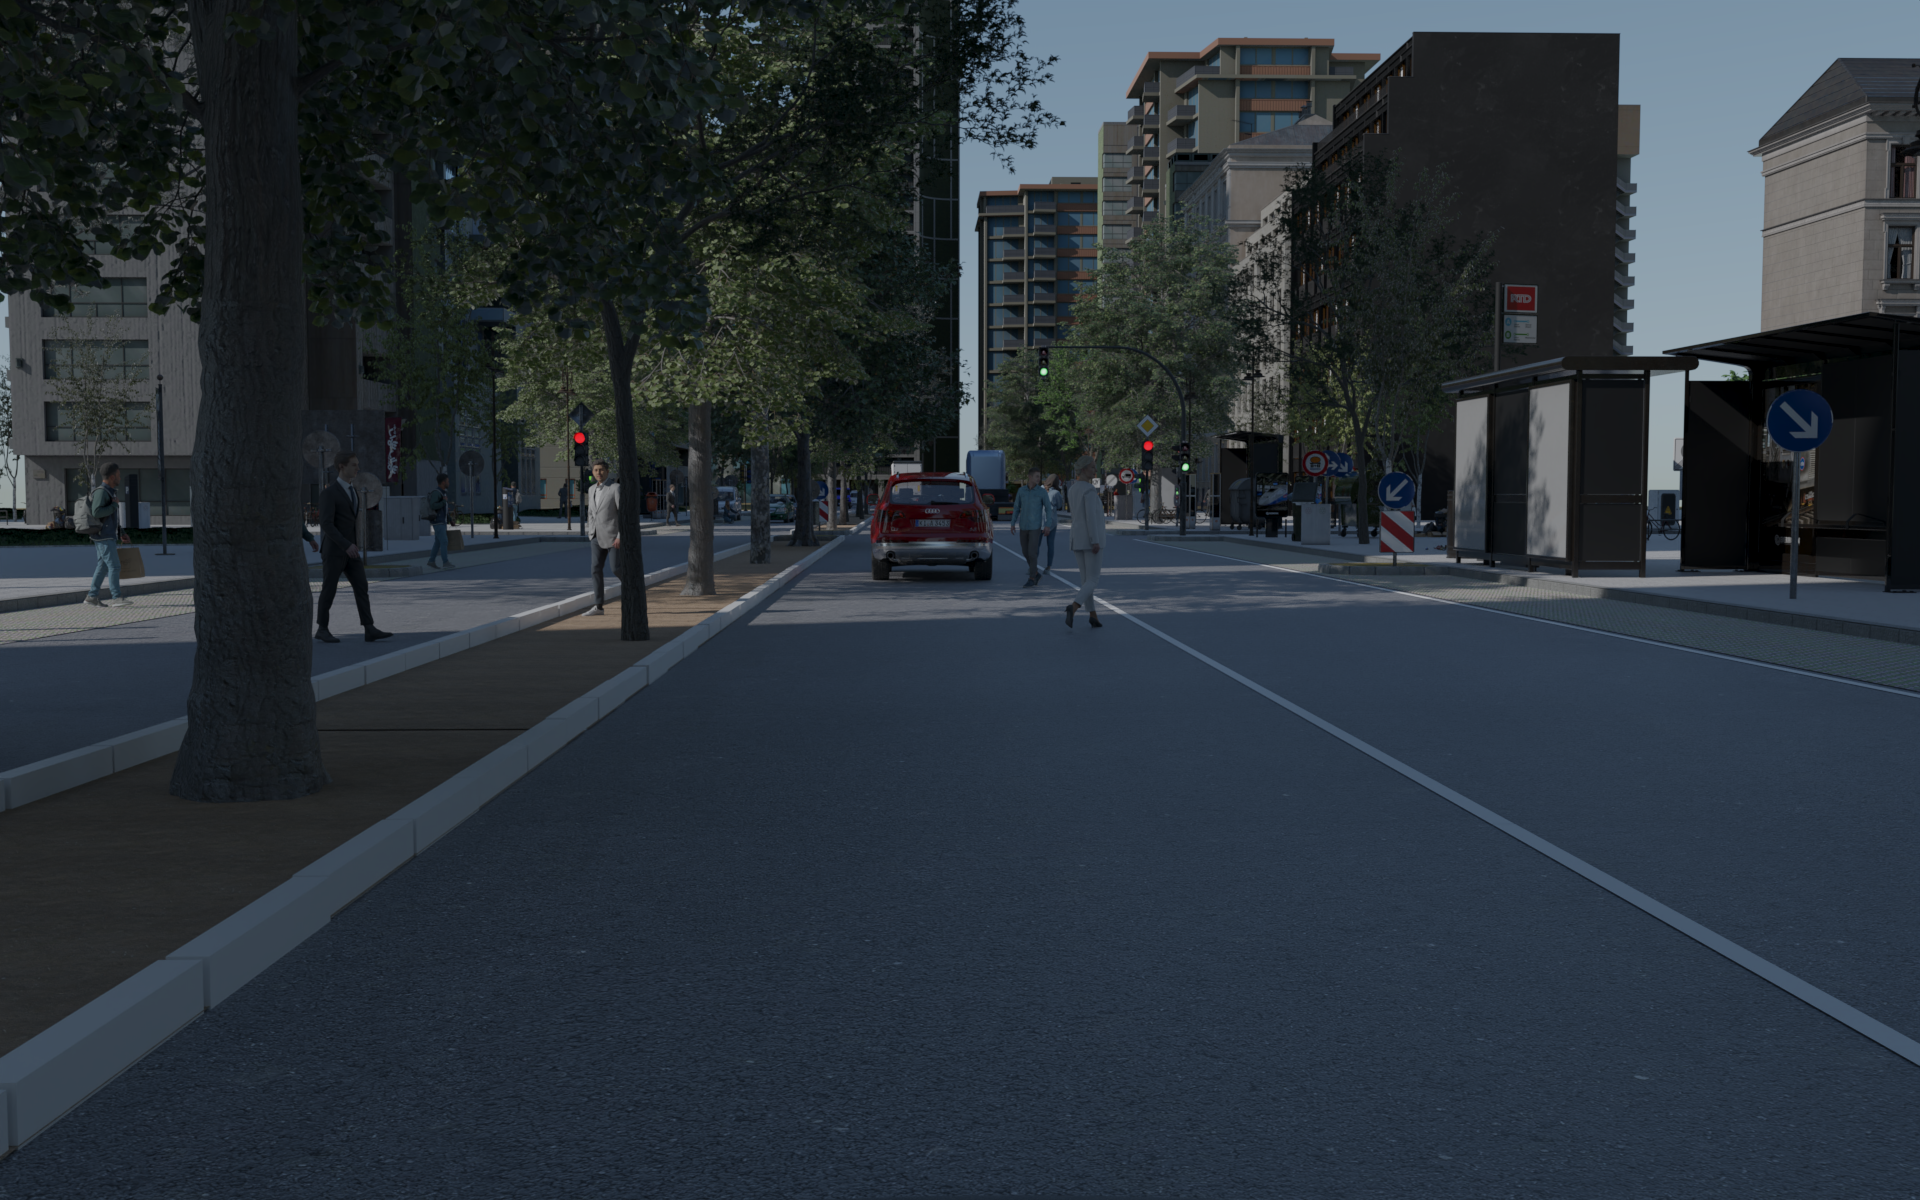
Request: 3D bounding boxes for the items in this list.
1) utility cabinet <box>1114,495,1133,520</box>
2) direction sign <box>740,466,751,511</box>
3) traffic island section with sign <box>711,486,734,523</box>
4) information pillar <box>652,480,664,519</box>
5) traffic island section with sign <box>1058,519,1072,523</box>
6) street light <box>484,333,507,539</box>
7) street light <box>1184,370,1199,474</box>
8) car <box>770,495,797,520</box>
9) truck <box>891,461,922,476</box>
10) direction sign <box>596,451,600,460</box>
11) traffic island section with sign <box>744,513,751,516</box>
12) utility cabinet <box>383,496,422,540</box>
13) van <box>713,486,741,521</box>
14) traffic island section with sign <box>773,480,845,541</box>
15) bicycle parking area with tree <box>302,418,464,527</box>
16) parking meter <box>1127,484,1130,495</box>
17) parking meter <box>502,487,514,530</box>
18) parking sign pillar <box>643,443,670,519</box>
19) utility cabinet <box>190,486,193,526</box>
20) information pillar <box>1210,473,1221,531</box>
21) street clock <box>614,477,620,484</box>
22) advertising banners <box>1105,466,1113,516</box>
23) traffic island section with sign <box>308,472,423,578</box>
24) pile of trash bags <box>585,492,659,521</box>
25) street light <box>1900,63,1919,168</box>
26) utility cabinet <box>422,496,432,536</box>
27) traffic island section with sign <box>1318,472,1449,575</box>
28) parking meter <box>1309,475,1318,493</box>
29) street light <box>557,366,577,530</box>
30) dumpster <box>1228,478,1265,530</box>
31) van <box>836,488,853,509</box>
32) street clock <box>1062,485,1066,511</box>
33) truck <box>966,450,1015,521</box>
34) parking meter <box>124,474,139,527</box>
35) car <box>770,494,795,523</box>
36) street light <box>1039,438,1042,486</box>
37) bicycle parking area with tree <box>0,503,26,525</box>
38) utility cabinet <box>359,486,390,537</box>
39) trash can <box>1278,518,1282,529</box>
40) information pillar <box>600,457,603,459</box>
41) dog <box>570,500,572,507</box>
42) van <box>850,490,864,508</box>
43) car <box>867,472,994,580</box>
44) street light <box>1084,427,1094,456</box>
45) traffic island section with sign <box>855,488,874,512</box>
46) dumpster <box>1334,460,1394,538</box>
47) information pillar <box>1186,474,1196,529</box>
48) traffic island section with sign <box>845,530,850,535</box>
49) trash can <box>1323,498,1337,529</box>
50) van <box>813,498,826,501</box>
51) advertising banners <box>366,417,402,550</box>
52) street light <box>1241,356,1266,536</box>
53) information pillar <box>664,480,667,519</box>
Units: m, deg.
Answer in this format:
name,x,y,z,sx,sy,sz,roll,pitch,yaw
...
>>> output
name,x,y,z,sx,sy,sz,roll,pitch,yaw
utility cabinet,8.121,-4.586,86.140,1.020,1.237,0.306,-3,4,-37
direction sign,-16.113,-8.449,130.144,0.876,3.537,0.379,0,4,7
traffic island section with sign,-12.207,-4.701,85.495,1.989,1.847,2.006,0,4,-2
information pillar,-15.432,-5.111,88.062,0.304,2.012,0.304,2,4,34
traffic island section with sign,5.912,-4.734,86.034,1.989,1.847,2.006,0,4,-2
street light,-13.379,-4.709,49.780,0.468,5.910,1.993,0,4,-2
street light,8.564,-5.616,64.603,0.468,5.910,1.993,0,4,-2
car,-9.830,-5.160,96.368,2.014,1.417,4.499,0,4,-3
truck,-4.754,-9.968,151.889,2.839,4.237,11.283,0,4,-3
direction sign,-17.645,-5.613,83.774,0.379,3.537,0.876,1,4,22
traffic island section with sign,-13.036,-6.379,112.916,1.989,1.847,2.006,0,4,-2
utility cabinet,-15.604,-2.274,48.350,1.020,1.237,0.306,2,4,23
van,-12.633,-5.221,92.377,2.013,2.044,4.112,0,4,-2
traffic island section with sign,-4.674,-2.766,53.353,2.006,1.907,1.989,0,4,-2
bicycle parking area with tree,-23.570,-4.807,65.593,8.231,4.147,9.016,1,4,17
parking meter,9.873,-5.813,100.750,0.255,1.863,0.399,3,5,42
parking meter,-16.235,-3.290,62.209,0.372,1.533,0.369,0,3,0
parking sign pillar,-16.020,-6.291,91.330,1.447,3.967,1.447,-1,4,-19
utility cabinet,-21.537,-2.497,49.498,1.173,1.500,0.318,3,4,38
information pillar,8.939,-3.436,60.672,0.304,2.012,0.304,-1,4,-12
street clock,-14.261,-4.171,72.773,0.471,2.002,0.358,-3,5,-42
advertising banners,8.499,-6.301,99.215,0.090,3.025,2.074,1,4,18
traffic island section with sign,-10.540,-1.325,30.290,1.989,1.847,2.006,0,4,-2
pile of trash bags,-16.078,-4.441,82.356,3.447,1.369,1.912,-1,4,-14
street light,9.981,-2.721,17.272,0.468,5.910,1.993,0,4,-2
utility cabinet,-16.696,-2.552,52.893,1.020,1.237,0.306,-1,4,-9
traffic island section with sign,7.560,-1.385,31.277,1.989,1.847,2.006,0,4,-2
parking meter,10.905,-2.924,53.512,0.255,1.863,0.399,1,4,15
street light,-13.856,-5.411,61.263,0.468,5.910,1.993,0,4,-2
dumpster,10.348,-3.425,61.760,1.264,1.857,1.865,0,4,-2
van,-11.422,-9.920,166.572,2.240,2.365,5.245,0,4,-4
street clock,8.086,-7.940,134.388,0.358,2.002,0.471,1,4,20
truck,1.672,-6.775,100.534,2.967,4.110,18.799,0,4,-1
parking meter,-24.423,-2.774,51.072,0.399,1.863,0.255,3,5,42
car,-9.354,-4.592,86.873,2.131,1.459,4.920,0,3,0
street light,6.391,-9.992,136.154,0.468,5.910,1.993,0,4,-2
bicycle parking area with tree,-43.172,-5.195,71.932,8.231,4.147,9.016,0,4,0
utility cabinet,-17.038,-2.544,50.274,0.318,1.500,1.173,1,4,17
trash can,11.394,-3.141,63.004,0.748,1.137,0.748,0,3,0
information pillar,-18.439,-5.963,88.856,0.183,3.616,0.504,-2,4,-35
dog,-28.854,-6.935,127.760,0.513,0.831,0.800,2,4,35
van,-10.988,-10.849,184.389,2.013,2.044,4.112,0,4,0
car,-0.507,-1.326,30.352,2.281,1.827,5.304,0,4,-1
street light,7.458,-7.804,100.378,0.468,5.910,1.993,0,4,-2
traffic island section with sign,-7.180,-7.812,135.861,2.006,1.907,1.989,0,4,-2
dumpster,11.949,-2.952,50.766,1.502,2.255,1.985,0,4,-2
information pillar,8.437,-3.609,63.494,0.304,2.012,0.304,-2,4,-34
traffic island section with sign,-4.890,-3.218,60.757,2.006,1.907,1.989,0,4,-2
trash can,13.733,-3.237,64.584,0.748,1.137,0.748,0,3,0
van,-11.082,-7.565,130.706,2.013,2.044,4.112,0,4,-1
advertising banners,-13.515,-2.657,39.625,2.074,3.025,0.090,2,4,27
street light,8.957,-4.909,53.049,0.468,5.910,1.993,0,4,-2
information pillar,-15.376,-5.201,89.530,0.304,2.012,0.304,1,4,18
